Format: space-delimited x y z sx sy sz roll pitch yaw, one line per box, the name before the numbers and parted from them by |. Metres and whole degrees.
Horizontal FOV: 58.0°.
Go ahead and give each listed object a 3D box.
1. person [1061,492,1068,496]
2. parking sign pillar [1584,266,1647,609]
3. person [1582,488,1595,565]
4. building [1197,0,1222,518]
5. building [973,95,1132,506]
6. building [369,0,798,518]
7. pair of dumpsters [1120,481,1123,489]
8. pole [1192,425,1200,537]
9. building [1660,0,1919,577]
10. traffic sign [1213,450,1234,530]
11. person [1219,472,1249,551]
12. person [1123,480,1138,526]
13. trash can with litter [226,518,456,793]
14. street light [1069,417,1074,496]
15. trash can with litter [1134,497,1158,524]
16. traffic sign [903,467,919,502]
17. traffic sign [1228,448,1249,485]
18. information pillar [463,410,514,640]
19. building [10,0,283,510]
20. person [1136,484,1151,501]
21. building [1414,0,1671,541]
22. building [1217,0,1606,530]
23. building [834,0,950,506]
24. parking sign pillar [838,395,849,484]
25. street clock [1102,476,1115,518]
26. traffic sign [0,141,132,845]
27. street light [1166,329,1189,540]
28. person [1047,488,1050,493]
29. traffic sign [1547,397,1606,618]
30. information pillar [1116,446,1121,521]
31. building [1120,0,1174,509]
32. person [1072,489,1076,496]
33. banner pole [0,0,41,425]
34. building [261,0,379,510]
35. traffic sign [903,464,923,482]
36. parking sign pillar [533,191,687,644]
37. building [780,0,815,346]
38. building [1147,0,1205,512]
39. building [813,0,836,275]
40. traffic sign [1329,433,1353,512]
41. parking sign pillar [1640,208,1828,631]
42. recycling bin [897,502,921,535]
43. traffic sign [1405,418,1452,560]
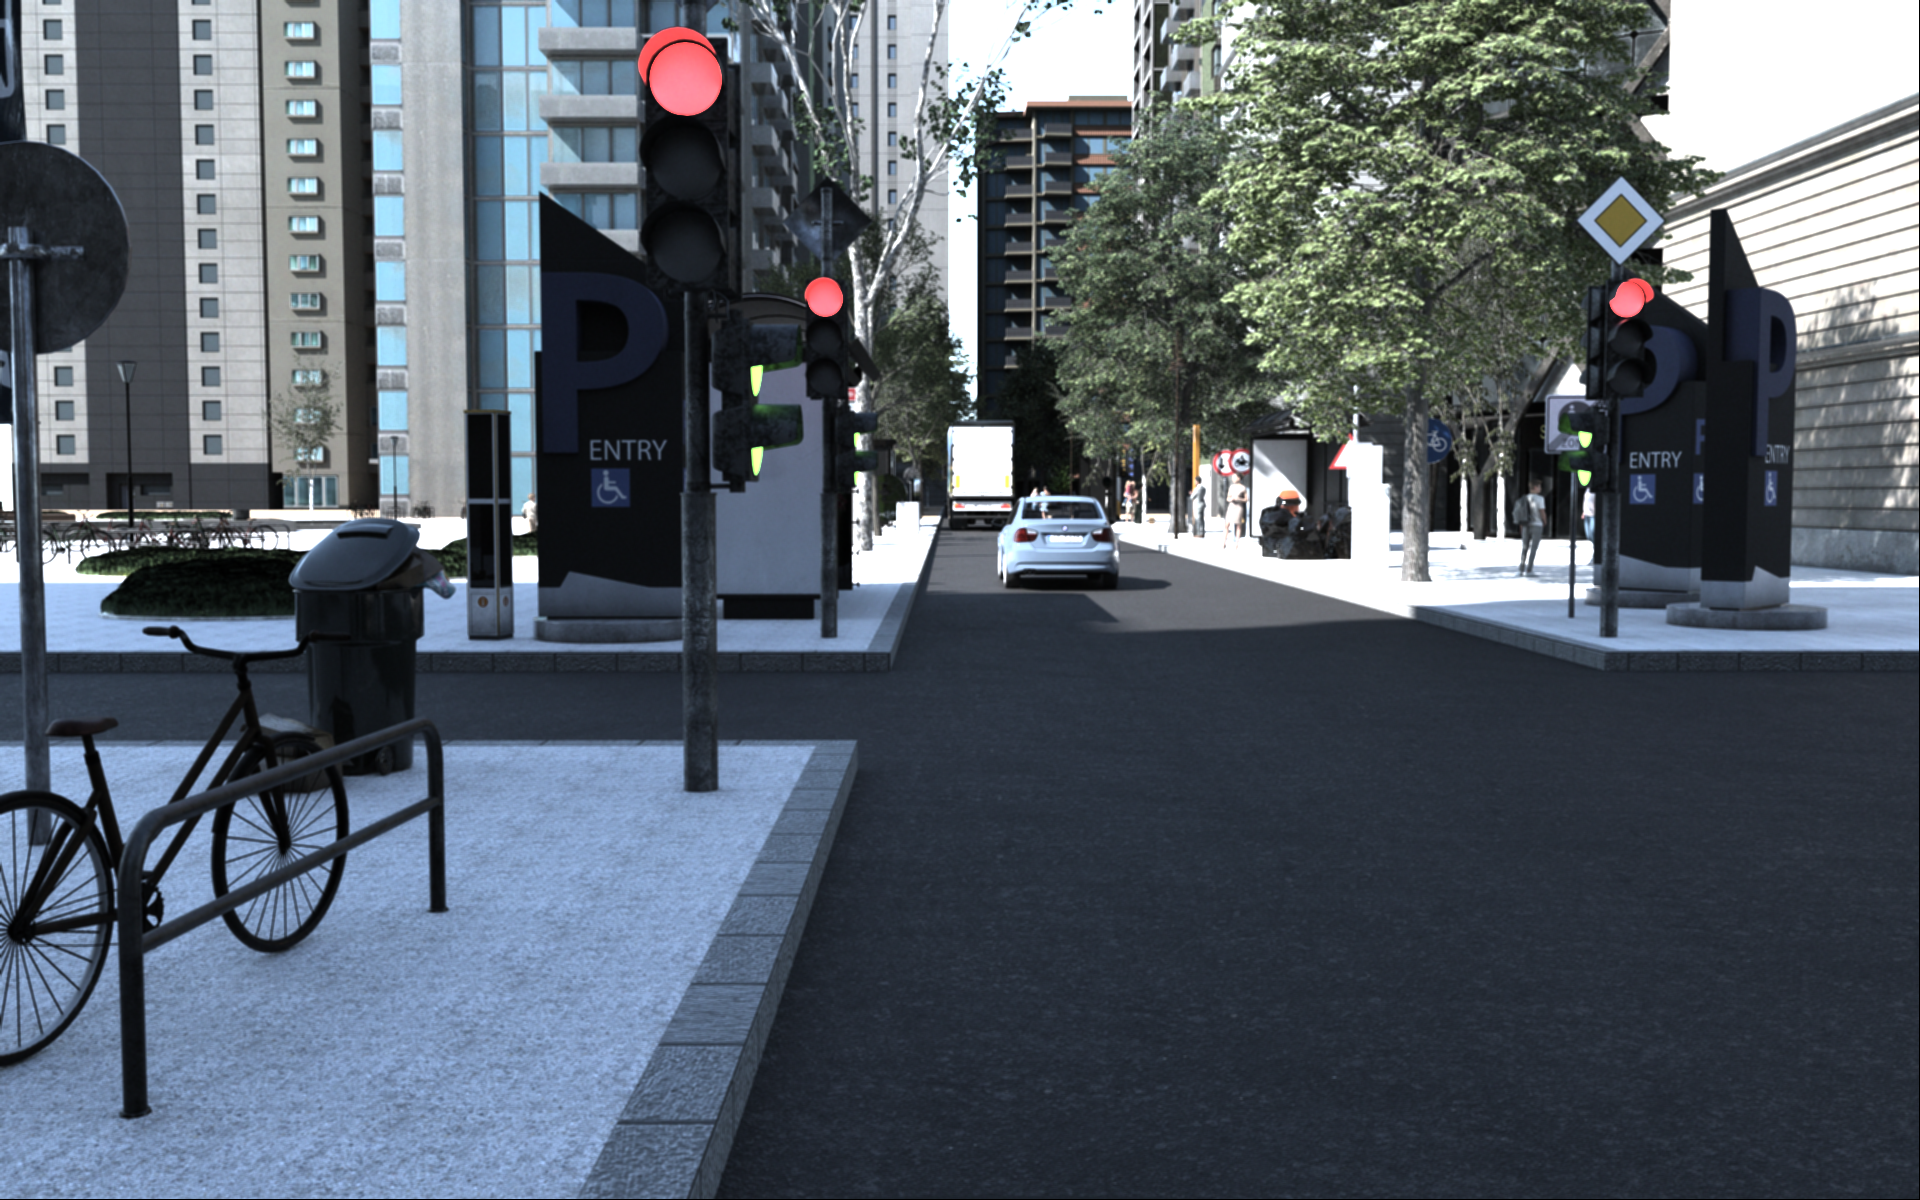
person | 7.973 -7.664 132.275 0.541 1.710 0.530 0 4 -8
parking sign pillar | 7.976 -1.921 19.882 1.447 3.967 1.447 -2 4 -31
person | 11.590 -1.519 31.554 0.598 1.740 0.731 -2 4 -23
building | 20.557 -20.070 99.848 14.160 30.474 14.107 0 4 0
building | 14.353 -32.927 192.977 28.867 44.769 22.147 0 4 0
building | -21.757 -29.716 105.472 23.786 49.044 30.456 0 4 0
pair of dumpsters | 7.192 -5.142 86.558 1.574 2.255 4.437 0 4 0
pole | 6.959 -3.497 51.026 0.158 3.312 0.155 0 3 0
building | 31.830 -12.888 29.808 34.723 24.649 14.460 0 4 0
traffic sign | 7.632 -3.037 49.762 0.768 2.556 0.104 0 4 4
person | 6.195 -2.005 39.162 0.599 1.781 0.374 2 4 34
person | 6.864 -3.906 69.874 0.573 1.828 0.580 2 4 33
trash can with litter | -2.784 0.219 7.805 0.624 1.170 1.055 1 4 12
street light | 5.777 -7.160 89.855 0.468 5.910 1.993 0 4 0
trash can with litter | 7.871 -3.805 73.591 1.055 1.170 0.624 0 4 8
traffic sign | -2.302 -5.000 81.850 0.768 2.556 0.104 0 4 8
traffic sign | 7.787 -2.926 47.946 0.768 2.556 0.104 0 4 2
information pillar | -4.154 -0.660 15.285 0.304 2.012 0.304 1 4 11
building | -65.434 -43.304 146.269 20.611 71.187 20.563 0 4 0
person | 10.036 -5.458 95.309 0.705 1.821 1.348 -2 4 -29
building | 22.219 -11.270 51.714 16.820 18.784 16.811 0 4 0
building | 19.038 -18.240 75.711 11.434 29.767 29.804 0 4 0
building | -15.163 -39.744 191.808 28.212 58.520 21.231 0 4 0
parking sign pillar | -3.507 -3.569 46.832 1.447 3.967 1.447 2 4 28
street clock | 6.001 -4.010 70.132 0.471 2.002 0.358 3 5 42
traffic sign | -3.378 -0.378 6.282 0.768 2.556 0.104 0 4 3
street light | 6.109 -4.647 48.773 0.468 5.910 1.993 0 4 0
person | 7.179 -8.229 140.662 0.705 1.814 1.350 0 4 -3
traffic sign | 6.340 -0.964 17.893 0.606 2.300 0.079 0 4 8
information pillar | 7.579 -5.661 83.908 0.504 3.616 0.183 3 5 44
building | 23.712 -43.360 147.181 20.563 71.187 20.611 0 4 0
person | 9.550 -8.380 143.850 0.721 1.735 1.217 -1 4 -14
banner pole | -4.400 -1.081 7.693 0.863 3.779 0.401 2 4 23
building | -44.258 -31.997 146.847 21.600 48.544 21.300 0 4 0
traffic sign | -2.002 -4.507 73.696 0.884 2.594 0.081 0 4 6
parking sign pillar | -3.091 -1.650 15.442 1.447 3.967 1.447 0 4 -1
building | -18.250 -27.178 127.962 14.154 41.232 14.086 0 4 0
building | 26.179 -30.751 122.386 23.786 49.044 30.456 0 4 0
building | -21.796 -32.024 147.298 21.600 48.544 21.300 0 4 0
traffic sign | 8.326 -2.267 37.065 0.884 2.594 0.081 0 4 4
parking sign pillar | 7.697 -1.736 16.855 1.447 3.967 1.447 3 5 43
recycling bin | -1.628 -2.599 55.052 0.722 1.027 0.722 0 4 1
traffic sign | 7.801 -1.762 28.911 0.768 2.556 0.104 0 4 6
